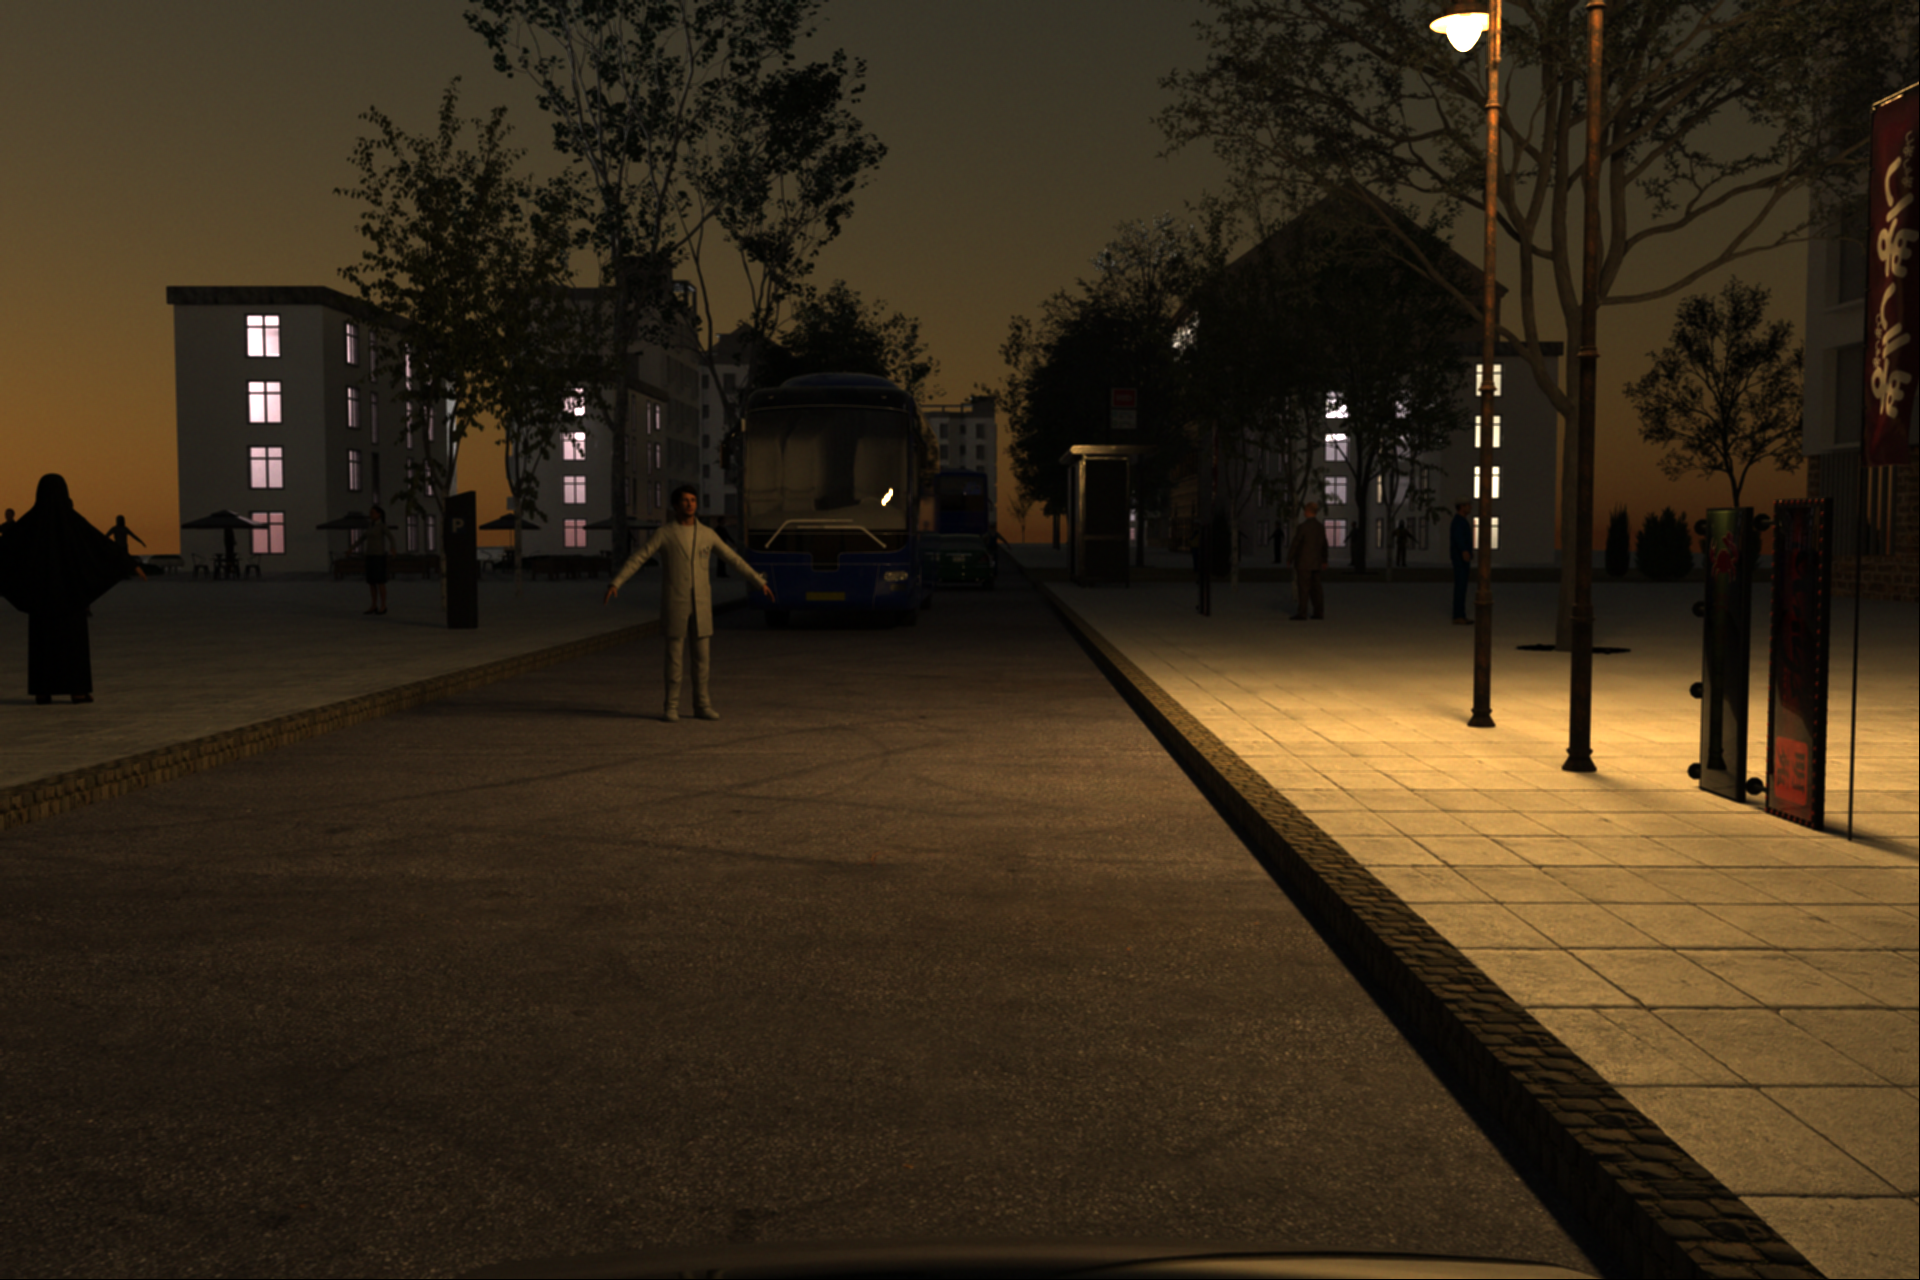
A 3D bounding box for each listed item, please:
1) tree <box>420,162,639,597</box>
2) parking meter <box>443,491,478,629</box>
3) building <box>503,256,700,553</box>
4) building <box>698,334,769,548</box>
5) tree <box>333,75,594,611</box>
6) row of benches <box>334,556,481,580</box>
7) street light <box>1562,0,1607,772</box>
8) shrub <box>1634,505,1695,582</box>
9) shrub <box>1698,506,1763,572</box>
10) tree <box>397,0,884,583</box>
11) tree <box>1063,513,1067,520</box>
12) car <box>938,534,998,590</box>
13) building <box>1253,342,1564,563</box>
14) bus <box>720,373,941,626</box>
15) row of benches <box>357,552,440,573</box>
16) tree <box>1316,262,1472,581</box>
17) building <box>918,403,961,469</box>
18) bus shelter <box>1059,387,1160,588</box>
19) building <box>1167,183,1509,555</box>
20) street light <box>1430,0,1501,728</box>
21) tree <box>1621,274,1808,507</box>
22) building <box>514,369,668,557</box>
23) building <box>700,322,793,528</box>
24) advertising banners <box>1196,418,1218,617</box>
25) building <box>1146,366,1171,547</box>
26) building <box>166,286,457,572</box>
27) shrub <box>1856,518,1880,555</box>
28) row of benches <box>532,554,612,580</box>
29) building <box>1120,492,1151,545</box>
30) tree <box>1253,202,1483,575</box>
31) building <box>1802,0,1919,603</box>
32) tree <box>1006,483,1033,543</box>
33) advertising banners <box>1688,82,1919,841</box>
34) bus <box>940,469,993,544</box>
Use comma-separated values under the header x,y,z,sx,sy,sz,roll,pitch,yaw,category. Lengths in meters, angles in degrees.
x,y,z,sx,sy,sz,roll,pitch,yaw,category
-8.838,-5.202,35.407,4.737,8.622,4.395,0,3,0,tree
-6.779,-1.088,23.500,0.399,1.863,0.255,0,4,2,parking meter
-25.025,-16.070,119.159,16.016,20.090,11.380,0,4,1,building
-24.322,-18.857,164.728,16.016,20.090,11.380,0,3,0,building
-8.495,-4.803,28.889,4.737,8.622,4.395,0,3,0,tree
-15.613,-2.069,49.284,4.104,0.672,1.422,0,4,-4,row of benches
3.364,-2.229,9.230,0.468,5.910,1.993,0,4,1,street light
19.118,-2.625,46.965,1.661,2.075,1.752,0,3,0,shrub
21.459,-2.703,48.243,1.661,2.075,1.752,0,3,0,shrub
-8.446,-11.643,46.257,12.611,20.169,13.585,0,3,0,tree
16.658,-17.935,243.605,4.360,8.622,3.978,0,3,0,tree
-0.044,-2.062,45.505,2.131,1.459,4.920,0,4,0,car
21.862,-9.026,89.715,9.099,9.664,28.070,0,4,1,building
-1.783,-2.362,30.167,2.896,3.916,12.251,0,4,1,bus
-18.688,-2.586,57.748,4.104,0.672,1.422,2,4,30,row of benches
11.592,-5.878,46.462,4.737,8.622,4.395,0,3,0,tree
-5.992,-23.401,241.476,11.380,20.090,16.016,0,4,-1,building
3.737,-4.122,45.032,2.179,5.291,8.768,0,4,1,bus shelter
24.348,-17.469,116.553,19.493,23.208,18.063,0,4,1,building
3.481,-2.361,11.383,0.468,5.910,1.993,0,4,1,street light
27.779,-7.768,61.418,8.767,10.594,7.601,2,4,27,tree
-21.767,-9.805,102.451,9.099,9.664,28.070,0,4,1,building
-22.154,-21.921,189.328,19.493,23.208,18.063,0,4,0,building
3.878,-1.896,27.181,0.090,3.025,2.074,0,4,1,advertising banners
24.699,-19.851,180.982,16.016,20.090,11.380,0,4,1,building
-25.934,-7.992,72.818,9.099,9.664,28.070,0,4,0,building
28.080,-3.087,54.507,1.661,2.075,1.752,0,3,0,shrub
-11.176,-2.128,50.258,1.422,0.672,4.104,1,4,14,row of benches
22.493,-16.064,204.796,9.099,9.664,28.070,0,4,1,building
12.857,-7.908,55.049,9.928,11.665,9.643,0,3,0,tree
22.785,-10.860,33.976,16.016,20.090,11.380,0,4,1,building
9.093,-17.844,242.109,4.360,8.622,3.978,0,3,0,tree
3.725,-0.702,7.670,0.090,3.025,2.074,0,4,1,advertising banners
-0.211,-4.453,64.355,2.896,3.916,12.251,0,4,1,bus
